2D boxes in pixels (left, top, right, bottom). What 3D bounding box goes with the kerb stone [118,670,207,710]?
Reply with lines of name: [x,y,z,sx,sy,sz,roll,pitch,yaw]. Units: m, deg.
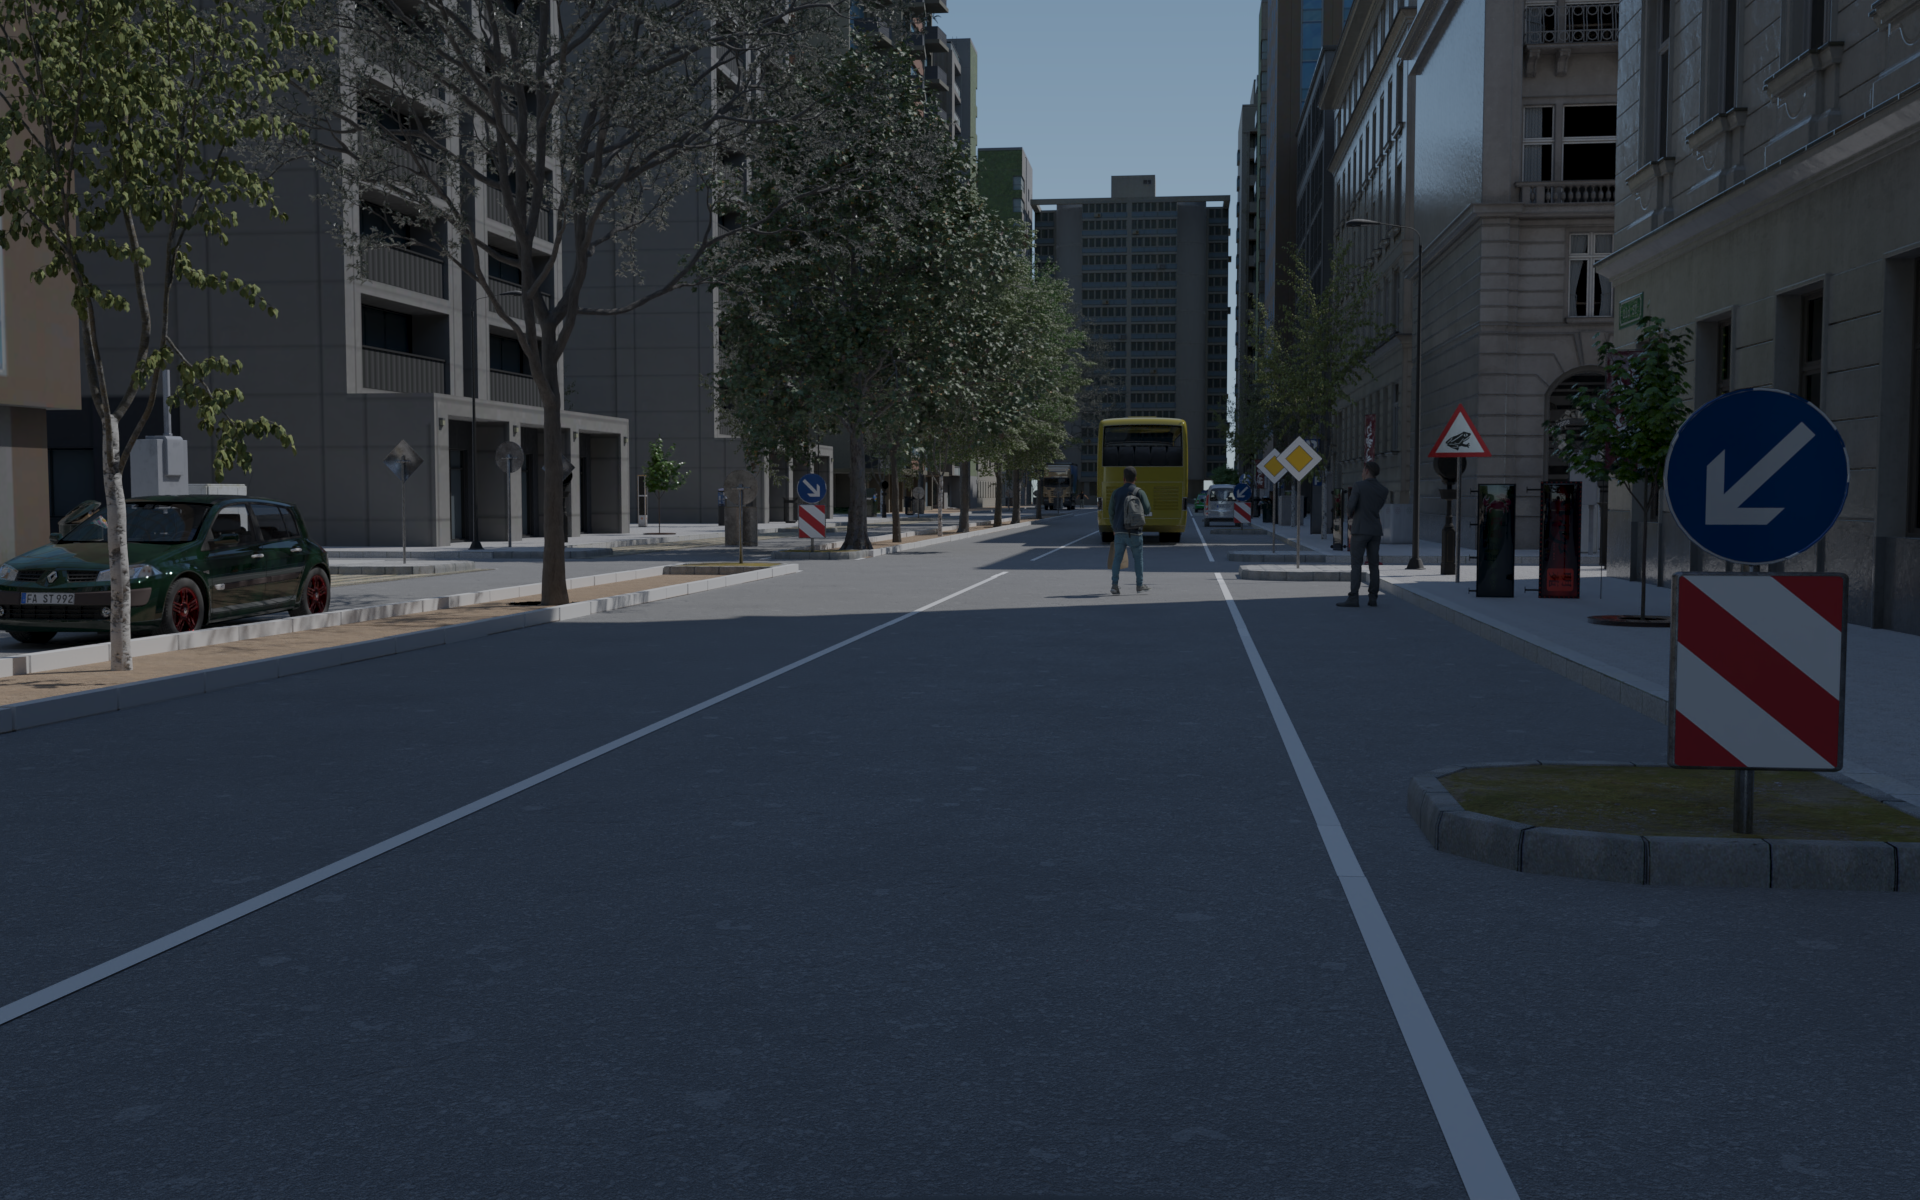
kerb stone: [-5.563,0.625,11.974,0.120,0.150,1.000,0,4,7]

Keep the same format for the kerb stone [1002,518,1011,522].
kerb stone: [2.467,-4.214,91.102,0.120,0.150,1.000,0,4,7]

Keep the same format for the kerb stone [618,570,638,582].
kerb stone: [-5.557,-0.388,28.533,0.120,0.150,1.000,0,4,7]

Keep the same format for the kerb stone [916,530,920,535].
kerb stone: [-1.589,-2.286,59.568,0.120,0.150,1.000,0,4,7]

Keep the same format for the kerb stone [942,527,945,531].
kerb stone: [-0.803,-2.660,65.681,0.120,0.150,1.000,0,4,7]

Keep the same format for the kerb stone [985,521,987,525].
kerb stone: [1.029,-3.526,79.913,0.120,0.150,1.000,0,4,7]

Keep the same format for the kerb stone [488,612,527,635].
kerb stone: [-4.793,0.253,18.072,0.120,0.150,1.000,0,4,7]

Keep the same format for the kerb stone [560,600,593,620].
kerb stone: [-4.519,0.128,20.108,0.120,0.150,1.000,0,4,7]

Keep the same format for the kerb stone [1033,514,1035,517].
kerb stone: [4.288,-5.080,105.316,0.120,0.150,1.000,0,4,7]

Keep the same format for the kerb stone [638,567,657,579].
kerb stone: [-5.427,-0.445,29.547,0.120,0.150,1.000,0,4,7]

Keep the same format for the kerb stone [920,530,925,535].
kerb stone: [-1.444,-2.348,60.584,0.120,0.150,1.000,0,4,7]

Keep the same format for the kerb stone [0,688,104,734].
kerb stone: [-5.695,0.687,10.961,0.120,0.150,1.000,0,4,7]

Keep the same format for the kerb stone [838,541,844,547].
kerb stone: [-3.281,-1.477,46.338,0.120,0.150,1.000,0,4,7]

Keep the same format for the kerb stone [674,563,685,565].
kerb stone: [-5.172,-0.575,31.591,0.120,0.150,1.000,0,4,7]

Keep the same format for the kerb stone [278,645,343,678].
kerb stone: [-5.305,0.501,14.003,0.120,0.150,1.000,0,4,7]

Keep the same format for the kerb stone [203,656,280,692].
kerb stone: [-5.433,0.563,12.988,0.120,0.150,1.000,0,4,7]

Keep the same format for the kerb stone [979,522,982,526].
kerb stone: [0.758,-3.405,77.886,0.120,0.150,1.000,0,4,7]

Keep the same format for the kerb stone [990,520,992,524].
kerb stone: [1.291,-3.653,81.948,0.120,0.150,1.000,0,4,7]

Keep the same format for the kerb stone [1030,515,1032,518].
kerb stone: [4.026,-4.958,103.279,0.120,0.150,1.000,0,4,7]

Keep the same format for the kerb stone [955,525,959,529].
kerb stone: [-0.275,-2.907,69.756,0.120,0.150,1.000,0,4,7]

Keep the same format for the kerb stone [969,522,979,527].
kerb stone: [0.635,-3.344,76.871,0.120,0.150,1.000,0,4,7]

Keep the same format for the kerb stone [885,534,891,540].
kerb stone: [-2.363,-1.908,53.469,0.120,0.150,1.000,0,4,7]

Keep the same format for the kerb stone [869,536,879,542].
kerb stone: [-2.626,-1.786,51.424,0.120,0.150,1.000,0,4,7]

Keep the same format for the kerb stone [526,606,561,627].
kerb stone: [-4.659,0.190,19.092,0.120,0.150,1.000,0,4,7]

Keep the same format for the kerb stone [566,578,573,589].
kerb stone: [-5.960,-0.200,25.475,0.120,0.150,1.000,0,4,7]

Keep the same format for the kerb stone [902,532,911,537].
kerb stone: [-1.836,-2.162,57.539,0.120,0.150,1.000,0,4,7]

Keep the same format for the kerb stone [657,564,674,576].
kerb stone: [-5.304,-0.512,30.564,0.120,0.150,1.000,0,4,7]

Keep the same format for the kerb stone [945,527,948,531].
kerb stone: [-0.670,-2.720,66.704,0.120,0.150,1.000,0,4,7]

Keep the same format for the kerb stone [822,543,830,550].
kerb stone: [-3.542,-1.347,44.305,0.120,0.150,1.000,0,4,7]

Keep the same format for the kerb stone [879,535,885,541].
kerb stone: [-2.487,-1.847,52.445,0.120,0.150,1.000,0,4,7]

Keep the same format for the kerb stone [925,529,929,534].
kerb stone: [-1.314,-2.407,61.605,0.120,0.150,1.000,0,4,7]

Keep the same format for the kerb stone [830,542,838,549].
kerb stone: [-3.410,-1.414,45.319,0.120,0.150,1.000,0,4,7]

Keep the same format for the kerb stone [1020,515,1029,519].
kerb stone: [3.770,-4.835,101.244,0.120,0.150,1.000,0,4,7]

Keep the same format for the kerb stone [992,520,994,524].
kerb stone: [1.411,-3.715,82.967,0.120,0.150,1.000,0,4,7]

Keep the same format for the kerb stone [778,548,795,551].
kerb stone: [-4.052,-1.102,40.238,0.120,0.150,1.000,0,4,7]

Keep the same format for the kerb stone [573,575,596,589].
kerb stone: [-5.828,-0.263,26.498,0.120,0.150,1.000,0,4,7]

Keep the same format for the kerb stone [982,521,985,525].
kerb stone: [0.898,-3.466,78.899,0.120,0.150,1.000,0,4,7]

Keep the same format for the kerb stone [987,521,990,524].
kerb stone: [1.159,-3.593,80.934,0.120,0.150,1.000,0,4,7]

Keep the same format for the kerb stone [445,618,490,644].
kerb stone: [-4.908,0.315,17.048,0.120,0.150,1.000,0,4,7]

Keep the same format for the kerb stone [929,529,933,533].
kerb stone: [-1.192,-2.464,62.621,0.120,0.150,1.000,0,4,7]

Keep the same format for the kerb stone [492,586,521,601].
kerb stone: [-6.218,-0.076,23.443,0.120,0.150,1.000,0,4,7]

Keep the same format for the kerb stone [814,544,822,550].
kerb stone: [-3.670,-1.288,43.291,0.120,0.150,1.000,0,4,7]

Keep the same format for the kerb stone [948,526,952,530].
kerb stone: [-0.539,-2.784,67.720,0.120,0.150,1.000,0,4,7]

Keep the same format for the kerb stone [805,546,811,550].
kerb stone: [-3.801,-1.221,42.277,0.120,0.150,1.000,0,4,7]

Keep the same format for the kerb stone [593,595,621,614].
kerb stone: [-4.389,0.065,21.138,0.120,0.150,1.000,0,4,7]

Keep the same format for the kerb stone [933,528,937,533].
kerb stone: [-1.062,-2.530,63.649,0.120,0.150,1.000,0,4,7]

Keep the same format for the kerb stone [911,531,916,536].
kerb stone: [-1.710,-2.224,58.553,0.120,0.150,1.000,0,4,7]

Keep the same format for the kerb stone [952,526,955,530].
kerb stone: [-0.408,-2.838,68.739,0.120,0.150,1.000,0,4,7]

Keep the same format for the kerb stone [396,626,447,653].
kerb stone: [-5.046,0.377,16.033,0.120,0.150,1.000,0,4,7]

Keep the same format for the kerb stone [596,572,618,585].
kerb stone: [-5.689,-0.326,27.520,0.120,0.150,1.000,0,4,7]

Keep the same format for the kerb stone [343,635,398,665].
kerb stone: [-5.182,0.443,15.020,0.120,0.150,1.000,0,4,7]

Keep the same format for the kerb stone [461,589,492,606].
kerb stone: [-6.346,-0.012,22.429,0.120,0.150,1.000,0,4,7]

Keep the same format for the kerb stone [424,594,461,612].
kerb stone: [-6.472,0.048,21.411,0.120,0.150,1.000,0,4,7]

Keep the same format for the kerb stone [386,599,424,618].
kerb stone: [-6.613,0.111,20.399,0.120,0.150,1.000,0,4,7]

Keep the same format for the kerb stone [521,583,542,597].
kerb stone: [-6.089,-0.137,24.461,0.120,0.150,1.000,0,4,7]

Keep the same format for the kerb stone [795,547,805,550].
kerb stone: [-3.931,-1.166,41.253,0.120,0.150,1.000,0,4,7]
